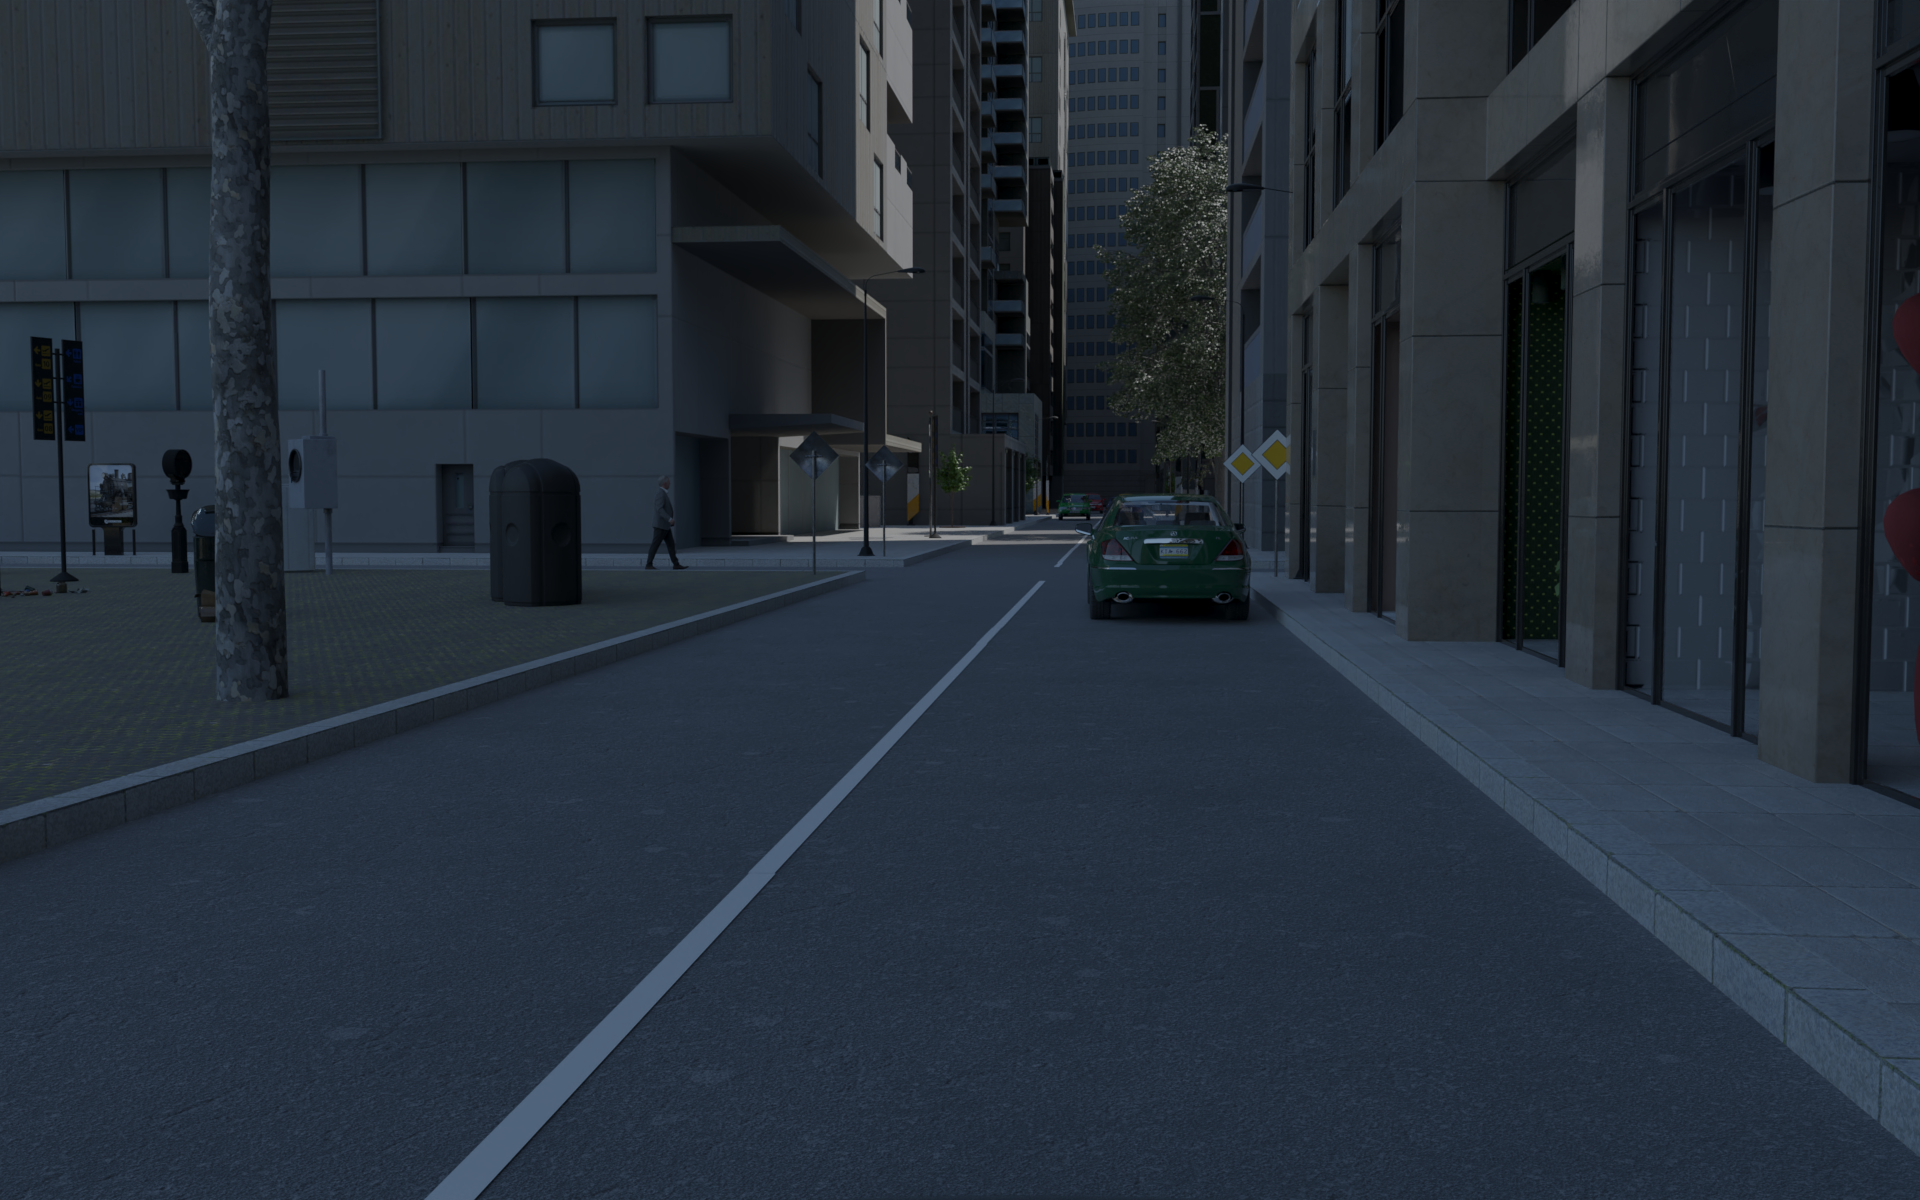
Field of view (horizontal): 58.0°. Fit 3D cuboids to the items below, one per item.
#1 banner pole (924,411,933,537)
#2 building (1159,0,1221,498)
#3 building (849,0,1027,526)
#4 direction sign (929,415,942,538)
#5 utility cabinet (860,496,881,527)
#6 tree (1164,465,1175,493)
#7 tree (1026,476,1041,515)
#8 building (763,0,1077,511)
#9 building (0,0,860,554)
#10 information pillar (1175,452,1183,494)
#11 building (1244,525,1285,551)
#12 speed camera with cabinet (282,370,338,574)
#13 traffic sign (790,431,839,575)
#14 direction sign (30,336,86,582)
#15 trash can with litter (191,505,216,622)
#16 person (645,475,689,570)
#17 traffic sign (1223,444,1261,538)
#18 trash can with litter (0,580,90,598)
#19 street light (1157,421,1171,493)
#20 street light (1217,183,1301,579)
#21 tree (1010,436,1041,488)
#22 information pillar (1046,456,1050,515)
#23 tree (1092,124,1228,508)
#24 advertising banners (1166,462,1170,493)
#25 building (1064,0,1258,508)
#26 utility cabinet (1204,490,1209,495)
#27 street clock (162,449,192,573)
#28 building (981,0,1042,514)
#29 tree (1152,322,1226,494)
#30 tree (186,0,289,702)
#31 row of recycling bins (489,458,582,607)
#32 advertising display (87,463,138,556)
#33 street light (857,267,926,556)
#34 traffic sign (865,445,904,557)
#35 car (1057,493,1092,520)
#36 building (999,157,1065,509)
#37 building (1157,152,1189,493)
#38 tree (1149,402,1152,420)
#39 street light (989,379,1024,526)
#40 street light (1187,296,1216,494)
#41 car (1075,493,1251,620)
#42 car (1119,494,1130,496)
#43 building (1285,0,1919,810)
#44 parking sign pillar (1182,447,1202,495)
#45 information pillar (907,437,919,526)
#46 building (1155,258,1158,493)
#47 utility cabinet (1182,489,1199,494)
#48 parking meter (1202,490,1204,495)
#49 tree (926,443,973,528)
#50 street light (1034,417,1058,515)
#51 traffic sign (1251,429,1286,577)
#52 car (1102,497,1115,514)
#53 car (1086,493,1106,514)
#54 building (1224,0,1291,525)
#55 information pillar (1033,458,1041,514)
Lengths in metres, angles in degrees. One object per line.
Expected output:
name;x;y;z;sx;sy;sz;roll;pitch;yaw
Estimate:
banner pole;-0.897;-3.787;51.938;0.401;3.779;0.863;0;4;3
building;25.671;-42.296;129.793;20.563;71.187;20.611;0;4;5
building;-7.361;-39.220;79.505;20.563;71.187;20.611;0;4;5
direction sign;-0.723;-3.563;50.259;0.379;3.537;0.876;-1;4;-9
utility cabinet;-3.603;-3.433;67.285;1.020;1.237;0.306;0;4;1
tree;13.875;-7.312;114.146;1.663;3.219;1.824;0;3;0
tree;3.841;-6.842;106.472;1.663;3.219;1.824;0;3;0
building;-2.707;-35.641;171.966;27.495;52.752;28.713;0;4;5
building;-15.979;-28.105;48.753;28.713;52.752;27.495;0;4;5
information pillar;10.411;-5.571;82.444;0.183;3.616;0.504;-2;4;-28
building;21.125;-30.471;40.205;28.212;58.520;21.231;0;4;5
speed camera with cabinet;-10.755;-2.065;28.097;0.660;3.252;2.038;-3;5;-40
traffic sign;-2.315;-1.459;27.495;0.795;2.450;0.064;0;4;5
direction sign;-13.162;-2.040;25.344;0.379;3.537;0.876;1;4;21
trash can with litter;-7.530;-0.389;17.742;0.624;1.170;1.055;-2;4;-24
person;-5.446;-1.425;32.191;0.834;1.777;0.661;-1;4;-15
traffic sign;5.658;-1.902;34.733;0.795;2.450;0.064;0;4;5
trash can with litter;-11.930;-0.658;21.822;1.678;1.210;2.233;2;4;32
street light;9.316;-6.254;74.793;1.470;5.913;1.316;0;4;5
street light;4.668;-3.270;26.010;1.470;5.913;1.316;0;4;5
tree;2.806;-7.043;98.867;4.285;4.588;4.351;0;3;0
information pillar;5.335;-6.983;105.528;0.183;3.616;0.504;0;4;-6
tree;9.140;-9.377;59.964;9.857;13.997;8.962;0;3;0
advertising banners;11.587;-6.140;96.583;0.090;3.025;2.074;0;4;2
building;19.234;-40.400;202.536;28.212;58.520;21.231;0;4;5
utility cabinet;13.829;-5.609;100.393;1.173;1.500;0.318;2;4;24
street clock;-12.659;-1.436;28.052;0.358;2.002;0.471;1;4;10
building;-4.889;-49.679;124.925;22.319;86.520;31.000;0;4;5
tree;10.694;-7.335;70.285;4.360;8.622;3.978;0;3;0
tree;-3.550;-9.515;11.465;12.611;20.169;13.585;0;3;0
row of recycling bins;-5.304;-0.869;21.326;1.069;1.692;3.534;-1;4;-18
advertising display;-17.665;-1.890;36.114;0.974;1.923;0.123;0;4;1
street light;-1.404;-3.861;35.662;1.470;5.913;1.316;0;4;5
traffic sign;-1.552;-1.945;35.443;0.795;2.450;0.064;0;4;5
car;6.312;-5.299;95.430;1.959;1.807;4.718;0;4;4
building;1.691;-23.053;148.621;14.160;30.474;14.107;0;4;5
building;24.472;-23.049;148.557;14.160;30.474;14.107;0;4;5
tree;10.646;-7.899;79.516;4.360;8.622;3.978;0;3;0
street light;1.884;-5.950;69.816;1.470;5.913;1.316;0;4;5
street light;6.081;-4.165;40.635;1.470;5.913;1.316;0;4;5
car;2.473;-0.571;21.142;2.131;1.459;4.920;0;4;4
car;11.329;-6.541;117.169;2.015;1.641;3.980;0;4;6
building;12.960;-12.458;8.205;19.350;26.468;34.151;0;4;5
parking sign pillar;11.975;-6.181;89.533;1.447;3.967;1.447;-2;4;-26
information pillar;-1.920;-4.837;70.446;0.504;3.616;0.183;0;4;-2
building;25.969;-23.959;163.426;14.160;30.474;14.107;0;4;5
utility cabinet;10.982;-4.595;83.801;1.173;1.500;0.318;-1;4;-20
parking meter;13.248;-5.312;95.257;0.372;1.533;0.369;0;3;0
tree;-0.246;-4.343;65.604;1.663;3.219;1.824;0;3;0
street light;5.164;-8.038;103.970;1.470;5.913;1.316;0;4;5
traffic sign;4.894;-1.415;26.784;0.795;2.450;0.064;0;4;5
car;7.157;-3.851;75.545;1.945;1.354;3.894;0;4;6
car;9.679;-7.268;127.872;2.155;1.783;4.494;0;4;4
building;24.666;-33.717;93.266;21.231;58.520;28.212;0;4;5
information pillar;4.828;-7.181;108.768;0.504;3.616;0.183;0;4;-3
